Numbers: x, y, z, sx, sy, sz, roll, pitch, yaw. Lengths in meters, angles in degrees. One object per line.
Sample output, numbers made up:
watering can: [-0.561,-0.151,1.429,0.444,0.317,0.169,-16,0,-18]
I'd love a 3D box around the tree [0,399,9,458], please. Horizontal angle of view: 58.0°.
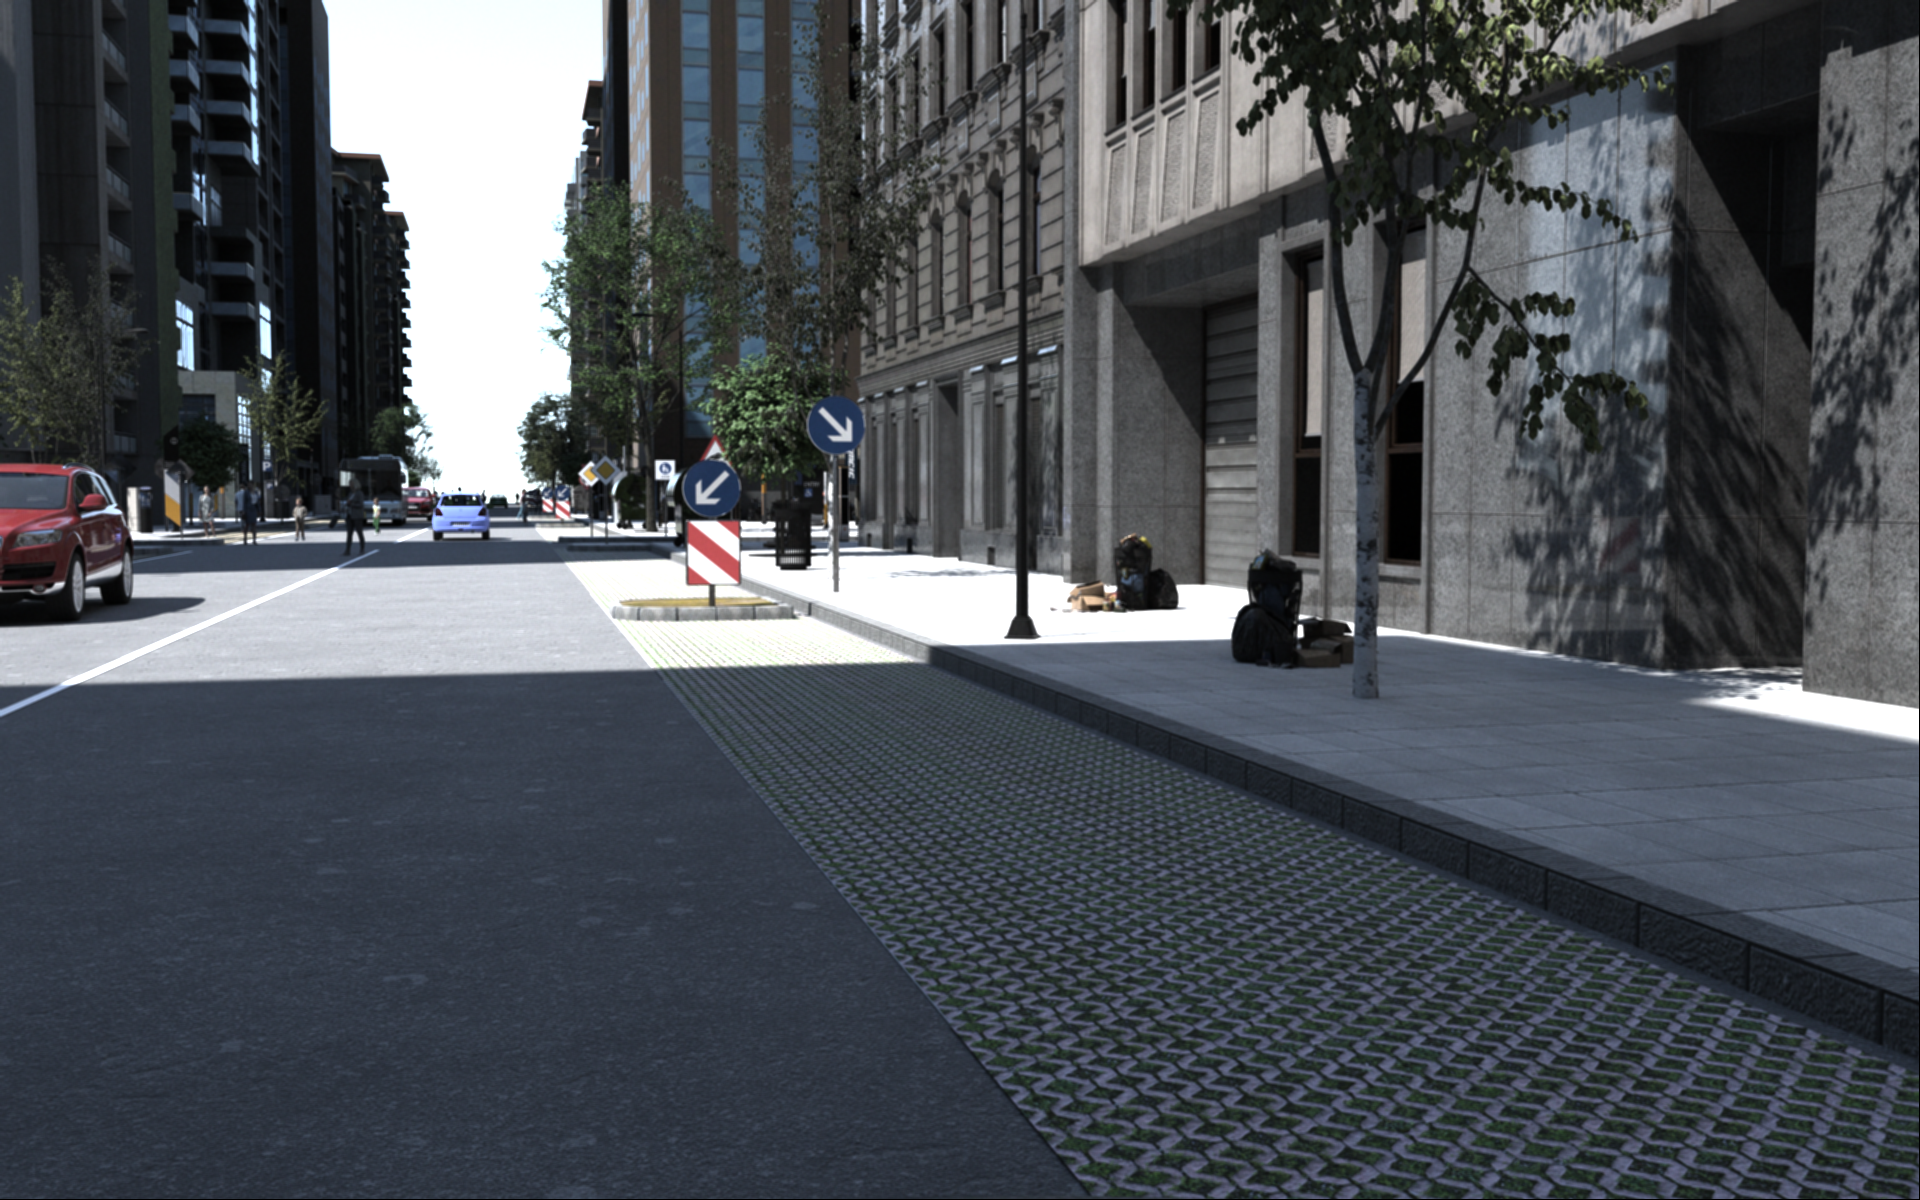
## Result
tree: [-21.572,-3.180,35.709,4.285,4.588,4.351,0,3,0]

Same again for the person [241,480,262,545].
person: [-20.048,-2.473,48.965,0.581,1.822,0.654,-3,4,-37]

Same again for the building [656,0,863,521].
building: [-9.678,-26.891,89.775,14.600,45.320,14.200,-1,4,-15]

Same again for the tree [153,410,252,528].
tree: [-28.761,-5.037,66.063,4.285,4.588,4.351,0,3,0]

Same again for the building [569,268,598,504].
building: [-42.666,-27.498,221.297,14.160,30.474,14.107,-1,4,-15]

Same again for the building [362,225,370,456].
building: [-67.529,-24.619,174.214,14.160,30.474,14.107,-1,4,-15]

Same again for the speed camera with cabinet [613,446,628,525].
speed camera with cabinet: [-14.011,-4.719,71.493,0.660,3.252,2.038,-1,4,-10]

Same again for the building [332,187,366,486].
building: [-63.674,-23.790,160.665,14.160,30.474,14.107,-1,4,-15]

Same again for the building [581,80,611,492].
building: [-28.639,-32.410,184.531,22.147,44.769,28.867,-1,4,-15]

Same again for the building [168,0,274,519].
building: [-52.682,-48.196,100.684,22.319,86.520,31.000,-1,4,-15]

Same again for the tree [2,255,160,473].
tree: [-26.524,-6.242,52.427,4.360,8.622,3.978,0,3,0]

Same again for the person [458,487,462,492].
person: [-25.068,-4.793,87.055,0.721,1.800,0.419,-2,4,-27]

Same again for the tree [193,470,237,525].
tree: [-31.597,-4.783,72.804,1.663,3.219,1.824,0,3,0]

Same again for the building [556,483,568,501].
building: [-47.087,-35.488,272.105,32.217,40.220,23.993,-1,4,-15]

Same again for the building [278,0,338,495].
building: [-60.614,-30.299,145.507,14.600,45.320,14.200,-1,4,-15]

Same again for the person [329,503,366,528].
person: [-25.773,-3.922,72.841,1.509,1.804,0.699,-2,4,-27]

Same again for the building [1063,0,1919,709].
building: [9.800,-12.118,16.152,12.078,24.808,19.932,-1,4,-15]

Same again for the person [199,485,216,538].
person: [-23.361,-2.707,53.767,0.512,1.701,0.522,-1,4,-14]

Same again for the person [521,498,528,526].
person: [-19.734,-3.997,78.538,0.352,1.250,0.332,0,4,8]

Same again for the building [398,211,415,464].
building: [-93.285,-36.868,257.410,22.147,44.769,28.867,-1,4,-15]

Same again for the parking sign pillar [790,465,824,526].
parking sign pillar: [-6.140,-4.929,69.061,1.447,3.967,1.447,-2,4,-29]

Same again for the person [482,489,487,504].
person: [-39.437,-8.290,143.901,0.599,1.838,0.709,-1,4,-13]

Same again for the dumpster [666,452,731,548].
dumpster: [-6.186,-2.383,41.459,1.502,2.255,1.985,-1,4,-15]

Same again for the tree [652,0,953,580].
tree: [-2.099,-4.614,25.803,4.360,8.622,3.978,0,3,0]

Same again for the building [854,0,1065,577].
building: [4.271,-11.338,34.530,9.793,20.994,18.267,-1,4,-15]

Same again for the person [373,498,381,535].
person: [-20.395,-2.927,60.611,0.306,1.304,0.590,0,4,2]

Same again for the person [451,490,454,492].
person: [-44.298,-8.735,151.313,0.705,1.824,1.348,-2,4,-28]

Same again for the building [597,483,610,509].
building: [-17.058,-28.597,159.436,32.217,40.220,23.993,-1,4,-15]

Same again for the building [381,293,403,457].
building: [-84.466,-28.512,237.871,14.160,30.474,14.107,-1,4,-15]

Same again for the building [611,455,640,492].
building: [-12.518,-41.358,114.452,20.563,71.187,20.611,-1,4,-15]

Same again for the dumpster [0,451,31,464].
dumpster: [-21.682,-2.244,39.186,1.502,2.255,1.985,-1,4,-15]

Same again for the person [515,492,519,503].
person: [-68.140,-15.727,266.454,0.721,1.723,1.217,1,4,11]

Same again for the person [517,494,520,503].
person: [-70.988,-16.444,278.279,0.530,1.710,0.541,-3,5,-43]

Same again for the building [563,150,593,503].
building: [-44.024,-38.183,243.902,23.786,49.044,30.456,-1,4,-15]

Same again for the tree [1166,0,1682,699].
tree: [2.582,-3.674,10.439,4.737,8.622,4.395,0,3,0]

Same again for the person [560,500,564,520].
person: [-21.805,-4.998,94.885,0.362,1.253,0.373,3,5,41]

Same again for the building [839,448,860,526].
building: [9.544,-25.368,69.392,28.867,44.769,22.147,-1,4,-15]

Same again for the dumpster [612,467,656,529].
dumpster: [-11.919,-3.725,63.401,1.502,2.255,1.985,-1,4,-15]

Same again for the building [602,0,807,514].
building: [-20.927,-29.843,138.049,14.600,45.320,14.200,-1,4,-15]

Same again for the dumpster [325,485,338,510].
dumpster: [-41.508,-6.685,115.062,1.264,1.857,1.865,-1,4,-14]

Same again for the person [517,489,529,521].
person: [-23.376,-5.088,92.529,0.643,1.720,0.563,-1,4,-8]

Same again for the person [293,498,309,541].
person: [-20.273,-2.476,53.249,0.475,1.303,0.640,-1,4,-11]

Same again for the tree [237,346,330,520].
tree: [-34.096,-8.345,86.809,4.737,8.622,4.395,0,3,0]

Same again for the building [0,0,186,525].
building: [-38.928,-23.398,66.145,14.154,41.232,14.086,-1,4,-15]

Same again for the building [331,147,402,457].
building: [-82.408,-34.270,214.931,22.147,44.769,28.867,-1,4,-15]

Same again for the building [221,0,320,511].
building: [-59.055,-42.128,127.053,20.563,71.187,20.611,-1,4,-15]

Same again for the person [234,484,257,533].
person: [-26.136,-3.340,63.292,0.721,1.800,0.419,0,4,3]

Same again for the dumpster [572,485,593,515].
dumpster: [-23.346,-6.216,107.393,1.264,1.857,1.865,-1,4,-15]
